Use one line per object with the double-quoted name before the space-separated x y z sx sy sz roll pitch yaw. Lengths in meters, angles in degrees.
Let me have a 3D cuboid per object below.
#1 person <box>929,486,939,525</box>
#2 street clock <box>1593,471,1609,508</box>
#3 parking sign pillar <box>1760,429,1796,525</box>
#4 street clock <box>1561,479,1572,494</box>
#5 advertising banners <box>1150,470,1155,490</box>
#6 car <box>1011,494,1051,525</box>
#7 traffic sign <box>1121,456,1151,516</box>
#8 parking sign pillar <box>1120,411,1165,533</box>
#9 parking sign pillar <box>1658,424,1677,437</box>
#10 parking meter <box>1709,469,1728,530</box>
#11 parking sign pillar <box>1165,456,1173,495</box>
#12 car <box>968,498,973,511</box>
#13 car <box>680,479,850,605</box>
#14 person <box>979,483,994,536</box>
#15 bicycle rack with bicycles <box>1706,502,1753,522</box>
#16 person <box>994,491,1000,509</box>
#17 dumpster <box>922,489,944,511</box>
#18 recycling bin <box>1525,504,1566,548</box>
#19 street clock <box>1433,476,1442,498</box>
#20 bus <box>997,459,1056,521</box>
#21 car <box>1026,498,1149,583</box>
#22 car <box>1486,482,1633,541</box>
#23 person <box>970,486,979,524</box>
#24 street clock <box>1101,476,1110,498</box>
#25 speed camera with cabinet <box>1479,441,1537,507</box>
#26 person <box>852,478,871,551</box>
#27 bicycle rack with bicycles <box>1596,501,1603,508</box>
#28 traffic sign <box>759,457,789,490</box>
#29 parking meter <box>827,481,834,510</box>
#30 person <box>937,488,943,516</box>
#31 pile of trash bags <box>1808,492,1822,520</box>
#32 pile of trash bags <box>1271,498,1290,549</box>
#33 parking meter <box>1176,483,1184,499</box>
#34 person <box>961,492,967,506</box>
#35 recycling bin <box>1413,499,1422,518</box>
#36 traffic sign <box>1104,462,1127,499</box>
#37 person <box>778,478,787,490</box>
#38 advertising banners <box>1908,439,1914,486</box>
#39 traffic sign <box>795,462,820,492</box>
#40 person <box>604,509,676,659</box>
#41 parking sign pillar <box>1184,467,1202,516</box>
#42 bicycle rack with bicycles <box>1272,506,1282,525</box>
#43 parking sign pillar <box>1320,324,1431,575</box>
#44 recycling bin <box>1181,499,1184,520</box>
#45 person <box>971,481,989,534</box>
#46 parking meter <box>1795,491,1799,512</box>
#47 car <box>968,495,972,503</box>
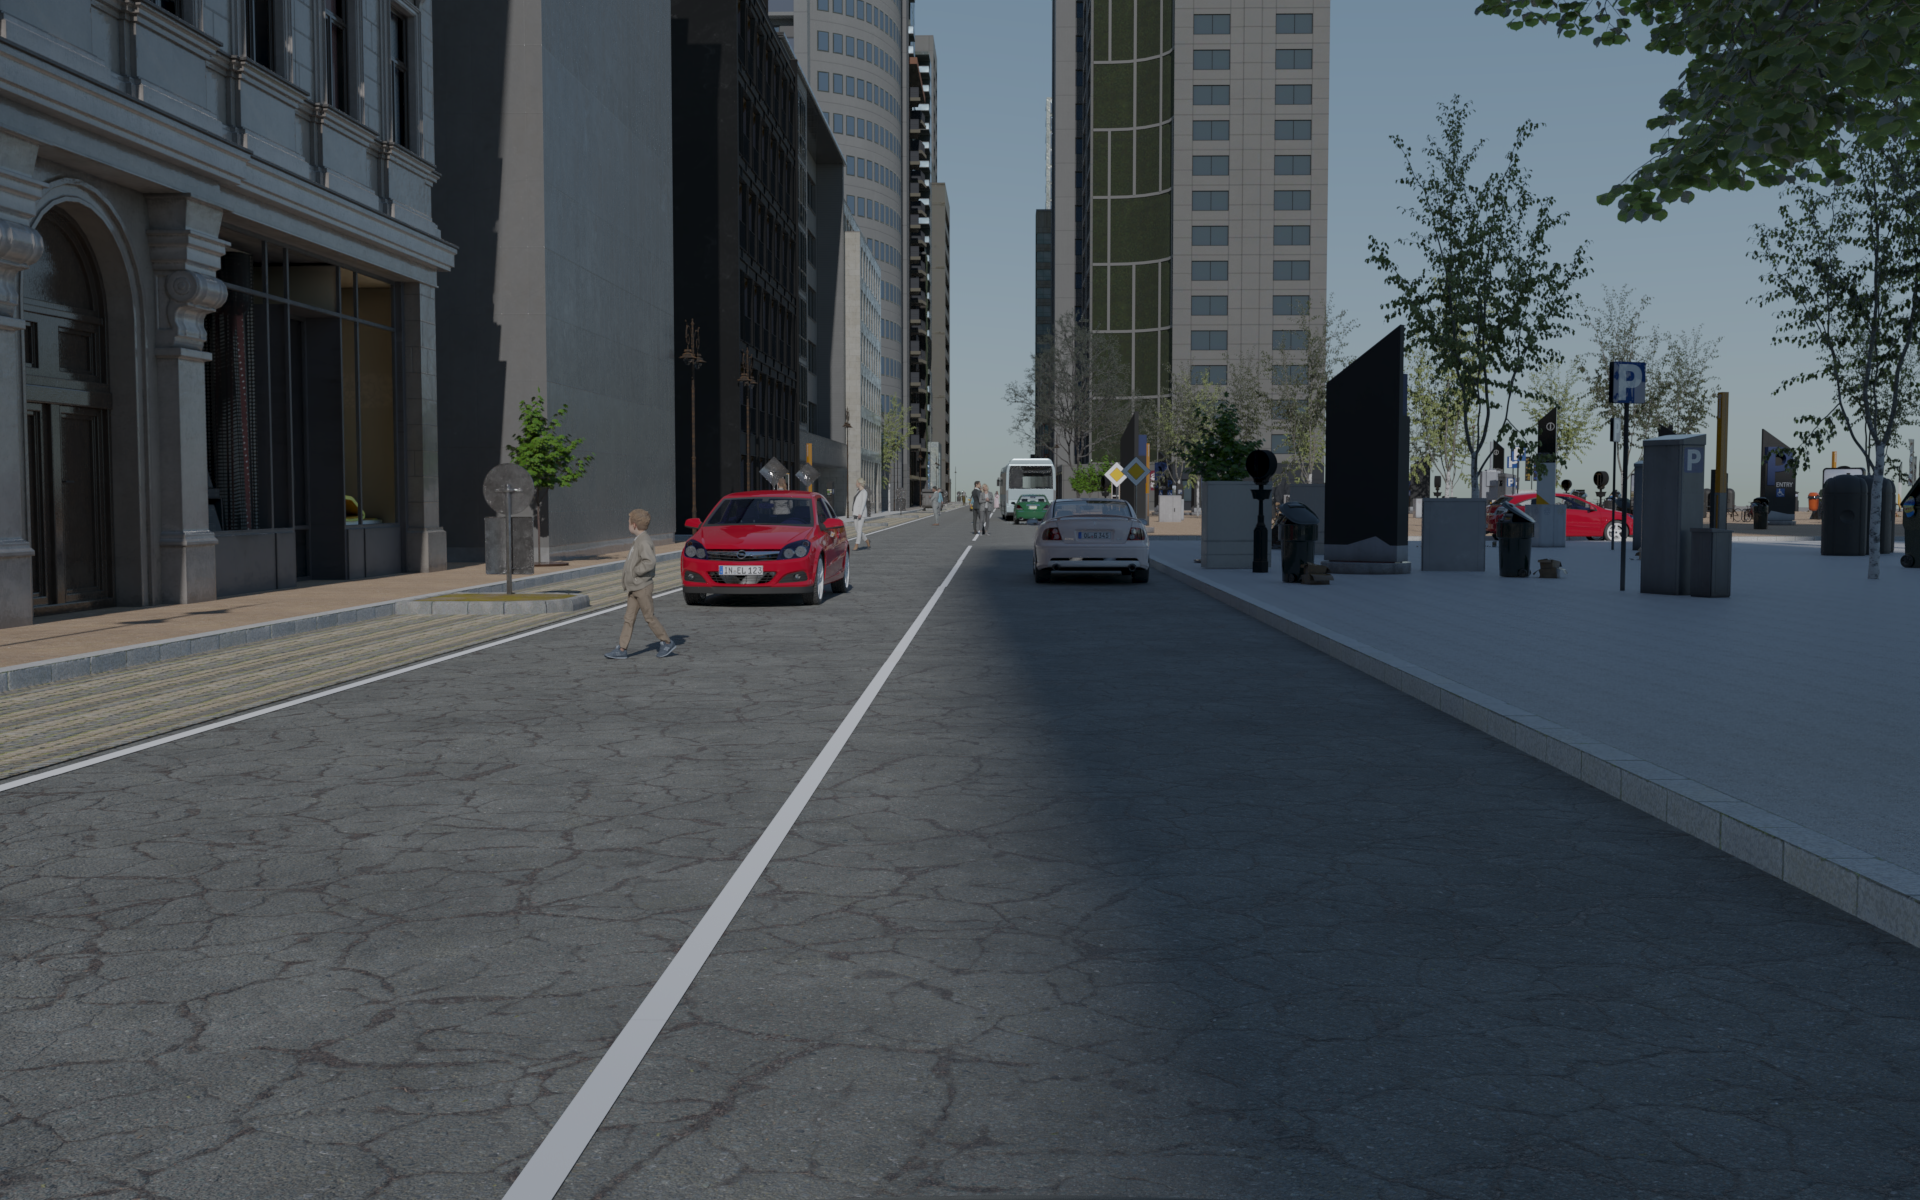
"person" -1.184 -4.313 79.196 0.466 1.800 0.511 0 4 2
"street clock" 20.116 -3.047 54.387 0.358 2.002 0.471 -1 4 -20
"parking sign pillar" 33.695 -5.067 71.320 1.447 3.967 1.447 0 4 -2
"street clock" 29.780 -4.924 85.078 0.471 2.002 0.358 3 5 43
"advertising banners" 14.954 -8.045 127.720 2.074 3.025 0.090 1 4 17
"car" 3.471 -4.323 82.471 2.131 1.459 4.920 0 4 2
"traffic sign" 4.695 -2.606 46.243 0.795 2.450 0.064 0 4 1
"parking sign pillar" 5.709 -4.202 57.179 1.447 3.967 1.447 -1 4 -16
"parking sign pillar" 27.765 -4.866 68.025 1.447 3.967 1.447 0 4 0
"parking meter" 17.967 -2.159 41.012 0.399 1.863 0.255 -3 4 -37
"parking sign pillar" 12.424 -7.174 105.766 1.447 3.967 1.447 -2 4 -31
"car" 1.655 -8.223 144.673 2.015 1.641 3.980 0 4 0
"car" -2.600 -0.899 23.741 2.155 1.783 4.494 0 4 3
"person" 0.922 -3.132 59.891 0.537 1.800 0.526 0 4 -1
"bicycle rack with bicycles" 36.214 -4.076 80.027 2.925 0.926 2.852 -2 4 -30
"person" 3.634 -9.881 170.717 0.621 1.740 0.551 2 4 29
"dumpster" -2.289 -8.405 145.641 1.865 1.857 1.264 0 4 3
"recycling bin" 14.157 -1.795 41.902 0.722 1.027 0.722 -1 4 -14
"street clock" 18.806 -3.894 68.234 0.358 2.002 0.471 1 4 22
"bus" 3.643 -6.201 96.251 2.948 3.499 13.247 0 4 0
"car" 2.171 -1.039 29.344 2.083 1.381 4.827 0 4 2
"car" 17.522 -2.533 50.452 4.494 1.783 2.155 0 4 1
"person" 0.832 -4.619 83.890 0.748 1.841 0.638 -1 4 -23
"street clock" 5.707 -3.878 67.978 0.358 2.002 0.471 -1 4 -18
"speed camera with cabinet" 20.666 -4.338 65.269 2.038 3.252 0.660 0 4 6
"person" -2.481 -2.171 43.872 0.514 1.842 0.818 3 5 42
"bicycle rack with bicycles" 46.017 -6.883 125.925 2.852 0.926 2.925 2 4 26
"traffic sign" -4.995 -2.622 46.516 0.795 2.450 0.064 0 4 1
"parking meter" -5.736 -4.342 76.699 0.255 1.863 0.399 1 4 12
"person" -1.438 -6.457 113.933 0.638 1.841 0.748 -1 4 -13
"pile of trash bags" 43.500 -4.712 86.785 3.447 1.369 1.912 -3 4 -37
"pile of trash bags" 7.534 -1.843 39.888 3.447 1.369 1.912 0 4 3
"parking meter" 11.434 -5.162 90.113 0.399 1.863 0.255 0 4 -4
"person" 0.447 -12.629 215.715 1.217 1.736 0.721 -3 5 -41
"recycling bin" 24.796 -4.928 93.135 0.722 1.027 0.722 0 4 1
"traffic sign" 4.904 -3.094 54.226 0.795 2.450 0.064 0 4 1
"person" -4.050 -1.850 39.025 0.520 1.790 0.573 -1 4 -18
"advertising banners" 30.722 -3.631 55.560 2.074 3.025 0.090 -3 5 -44
"traffic sign" -4.786 -3.110 54.499 0.795 2.450 0.064 0 4 1
"person" -2.774 -0.141 15.084 0.640 1.303 0.475 -3 4 -36
"parking sign pillar" 14.203 -7.073 104.118 1.447 3.967 1.447 0 4 -1
"bicycle rack with bicycles" 12.244 -3.591 72.093 2.925 0.926 2.852 0 4 6
"parking sign pillar" 6.614 -2.426 28.140 1.447 3.967 1.447 3 5 39
"recycling bin" 10.404 -4.388 84.298 0.722 1.027 0.722 -3 4 -36
"person" 0.692 -3.290 61.659 0.474 1.900 0.648 -3 4 -37
"parking meter" 61.302 -7.252 126.979 0.372 1.533 0.369 0 3 0
"car" 2.079 -12.668 219.122 2.014 1.417 4.499 0 4 2
